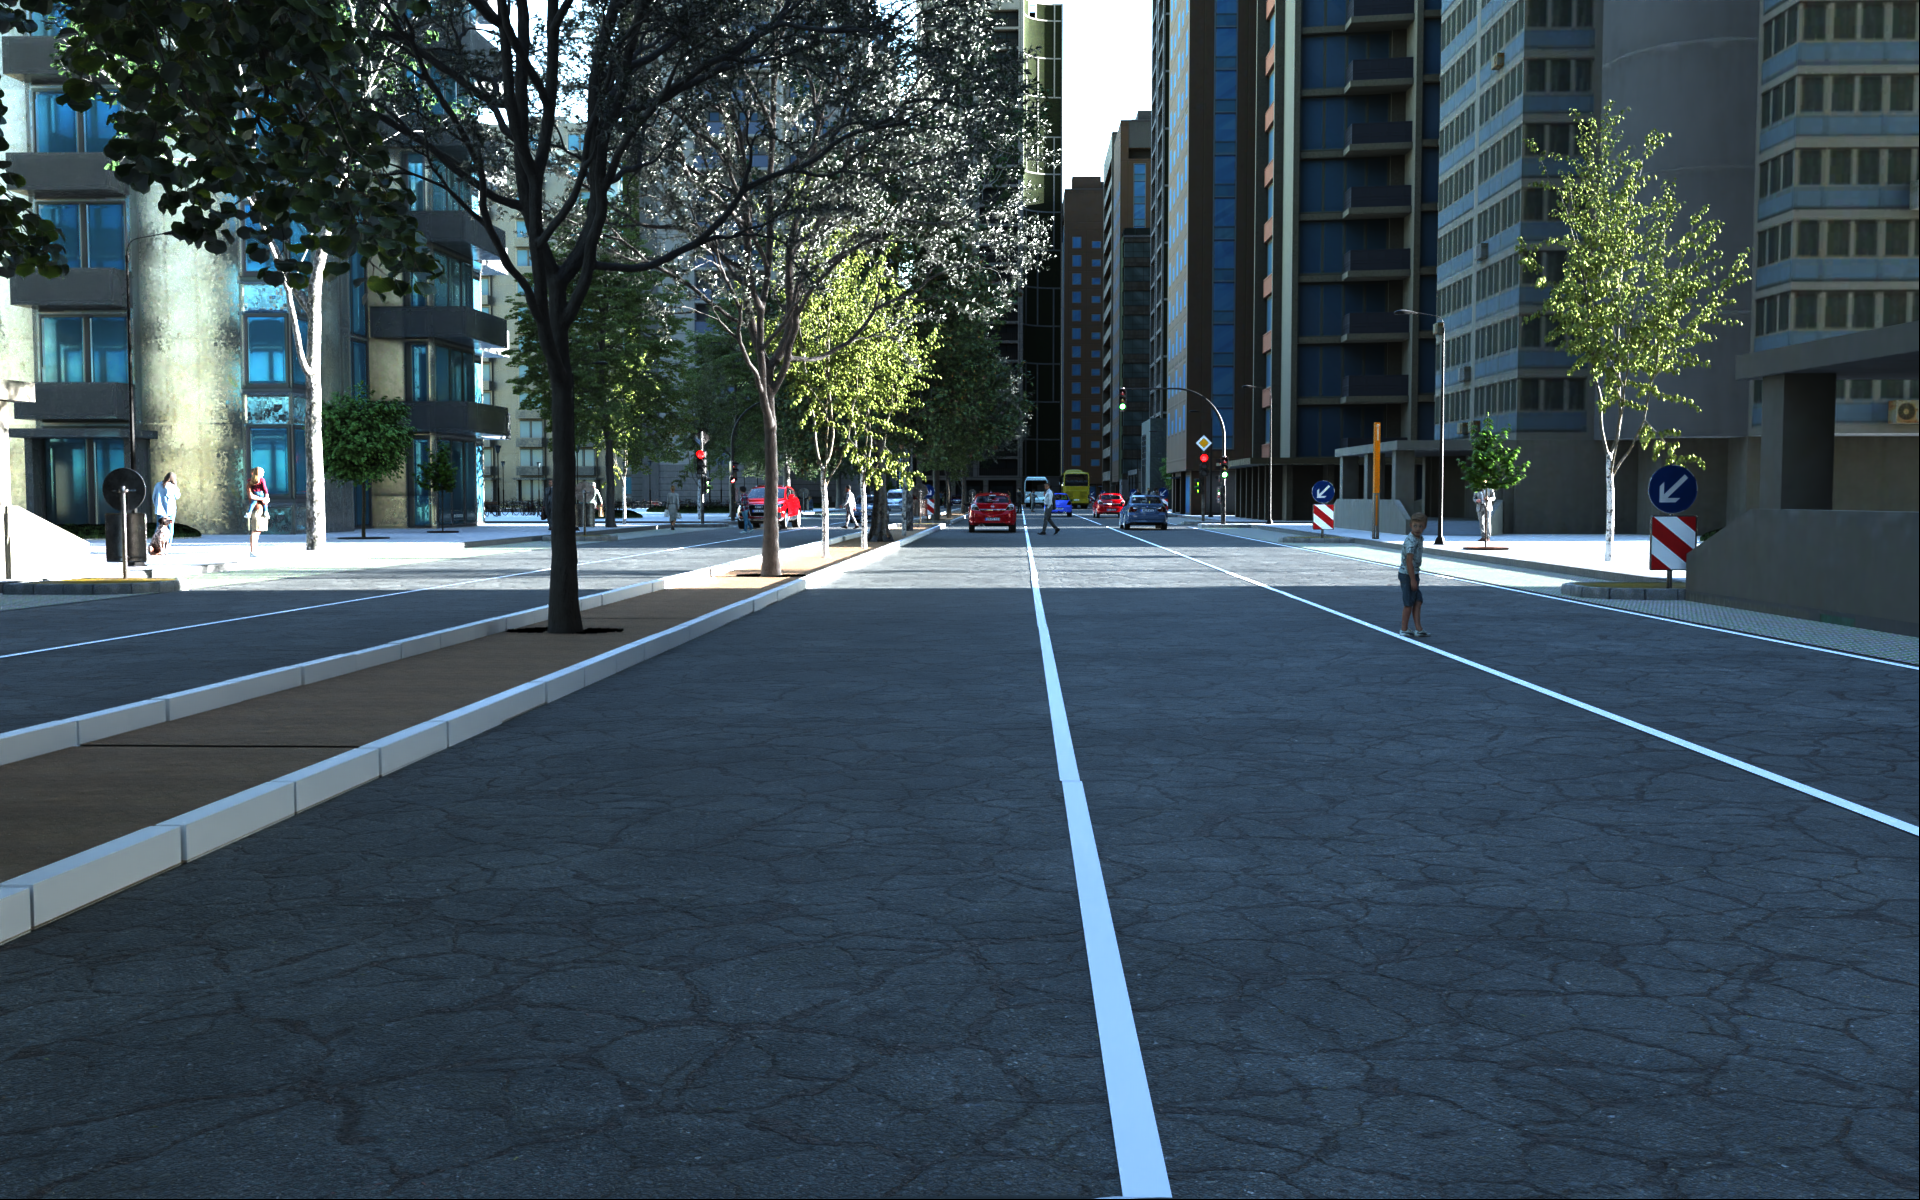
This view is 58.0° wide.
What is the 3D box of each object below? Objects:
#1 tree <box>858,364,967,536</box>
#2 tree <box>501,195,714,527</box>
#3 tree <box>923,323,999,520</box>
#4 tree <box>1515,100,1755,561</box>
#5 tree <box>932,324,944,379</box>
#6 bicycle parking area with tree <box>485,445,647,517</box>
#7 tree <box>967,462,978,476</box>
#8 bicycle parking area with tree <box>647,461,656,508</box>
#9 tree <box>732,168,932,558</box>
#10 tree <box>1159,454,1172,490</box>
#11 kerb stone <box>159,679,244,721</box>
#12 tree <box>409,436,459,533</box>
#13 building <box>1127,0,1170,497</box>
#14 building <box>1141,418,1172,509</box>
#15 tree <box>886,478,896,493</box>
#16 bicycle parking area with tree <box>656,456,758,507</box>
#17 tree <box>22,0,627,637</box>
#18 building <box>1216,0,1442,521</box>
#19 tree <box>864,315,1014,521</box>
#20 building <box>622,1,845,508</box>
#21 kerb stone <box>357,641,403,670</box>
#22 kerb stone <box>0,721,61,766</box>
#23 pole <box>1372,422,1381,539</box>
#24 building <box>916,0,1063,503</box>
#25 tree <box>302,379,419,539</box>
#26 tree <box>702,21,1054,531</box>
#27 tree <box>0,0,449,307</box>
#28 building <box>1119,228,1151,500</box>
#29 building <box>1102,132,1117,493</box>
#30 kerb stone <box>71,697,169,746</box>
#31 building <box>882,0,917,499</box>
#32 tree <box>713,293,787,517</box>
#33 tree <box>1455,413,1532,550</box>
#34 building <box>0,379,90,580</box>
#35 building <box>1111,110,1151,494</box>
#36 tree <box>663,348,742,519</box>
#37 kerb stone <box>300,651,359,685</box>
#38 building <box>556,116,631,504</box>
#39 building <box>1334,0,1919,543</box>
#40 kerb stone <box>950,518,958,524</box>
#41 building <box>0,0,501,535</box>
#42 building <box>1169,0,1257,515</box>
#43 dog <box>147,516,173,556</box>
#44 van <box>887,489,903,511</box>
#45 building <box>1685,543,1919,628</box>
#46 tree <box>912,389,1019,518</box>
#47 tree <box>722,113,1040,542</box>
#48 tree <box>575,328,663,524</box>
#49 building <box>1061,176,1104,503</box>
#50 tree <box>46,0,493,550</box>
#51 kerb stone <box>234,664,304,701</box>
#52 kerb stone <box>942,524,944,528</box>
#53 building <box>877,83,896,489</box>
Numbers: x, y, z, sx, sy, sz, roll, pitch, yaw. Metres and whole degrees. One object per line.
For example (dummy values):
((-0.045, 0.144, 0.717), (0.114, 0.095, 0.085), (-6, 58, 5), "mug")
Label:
((-1.919, -6.505, 59.169), (4.360, 8.622, 3.978), (0, 3, 0), "tree")
((-13.917, -9.072, 66.457), (7.486, 12.596, 7.792), (0, 3, 0), "tree")
((-1.287, -10.149, 94.148), (9.928, 11.665, 9.643), (0, 3, 0), "tree")
((12.388, -5.029, 32.593), (4.737, 8.622, 4.395), (0, 3, 0), "tree")
((-2.463, -5.610, 44.550), (4.737, 8.622, 4.395), (0, 3, 0), "tree")
((-24.597, -6.991, 101.308), (8.231, 4.147, 9.016), (2, 4, 29), "bicycle parking area with tree")
((0.240, -11.651, 143.314), (4.360, 8.622, 3.978), (0, 3, 0), "tree")
((-28.600, -10.123, 152.513), (9.016, 4.147, 8.231), (-1, 4, -22), "bicycle parking area with tree")
((-2.992, -5.232, 38.365), (4.737, 8.622, 4.395), (0, 3, 0), "tree")
((15.775, -8.530, 123.185), (4.285, 4.588, 4.351), (0, 3, 0), "tree")
((-4.999, 0.663, 11.360), (0.120, 0.150, 1.000), (0, 4, 2), "kerb stone")
((-17.226, -3.860, 57.708), (1.663, 3.219, 1.824), (0, 3, 0), "tree")
((27.543, -44.754, 169.979), (20.563, 71.187, 20.611), (0, 4, 2), "building")
((27.126, -50.561, 139.344), (22.319, 86.520, 31.000), (0, 4, 2), "building")
((-8.437, -13.269, 211.553), (1.663, 3.219, 1.824), (0, 3, 0), "tree")
((-18.388, -9.435, 141.263), (9.016, 4.147, 8.231), (2, 4, 27), "bicycle parking area with tree")
((-4.043, -6.389, 17.291), (12.009, 13.543, 11.850), (0, 3, 0), "tree")
((28.517, -26.680, 90.844), (28.867, 44.769, 22.147), (0, 4, 2), "building")
((-1.252, -10.032, 84.602), (7.486, 12.596, 7.792), (0, 3, 0), "tree")
((-20.322, -38.527, 171.914), (21.231, 58.520, 28.212), (0, 4, 2), "building")
((-4.897, 0.484, 14.426), (0.120, 0.150, 1.000), (0, 4, 2), "kerb stone")
((-5.079, 0.788, 9.310), (0.120, 0.150, 1.000), (0, 4, 2), "kerb stone")
((11.841, -3.389, 49.260), (0.158, 3.312, 0.155), (0, 3, 0), "pole")
((4.491, -49.683, 250.574), (20.611, 71.187, 20.563), (0, 4, 2), "building")
((-17.201, -4.034, 49.662), (4.285, 4.588, 4.351), (0, 3, 0), "tree")
((-3.208, -12.788, 67.436), (12.611, 20.169, 13.585), (0, 3, 0), "tree")
((-4.328, -5.885, 5.331), (9.857, 13.997, 8.962), (0, 3, 0), "tree")
((24.416, -25.541, 189.289), (14.160, 30.474, 14.107), (0, 4, 2), "building")
((29.395, -36.513, 220.686), (21.300, 48.544, 21.600), (0, 4, 2), "building")
((-5.044, 0.729, 10.334), (0.120, 0.150, 1.000), (0, 4, 2), "kerb stone")
((-21.840, -57.444, 251.877), (31.000, 86.520, 22.319), (0, 4, 2), "building")
((-12.335, -10.915, 96.594), (7.486, 12.596, 7.792), (0, 3, 0), "tree")
((12.032, -2.768, 39.860), (1.663, 3.219, 1.824), (0, 3, 0), "tree")
((-30.613, -20.120, 20.838), (32.217, 40.220, 23.993), (0, 4, 2), "building")
((25.229, -33.812, 202.944), (14.600, 45.320, 14.200), (0, 4, 2), "building")
((-13.260, -8.429, 88.172), (4.360, 8.622, 3.978), (0, 3, 0), "tree")
((-4.926, 0.538, 13.404), (0.120, 0.150, 1.000), (0, 4, 2), "kerb stone")
((-52.401, -36.892, 222.793), (30.456, 49.044, 23.786), (0, 4, 2), "building")
((30.283, -22.474, 59.331), (32.217, 40.220, 23.993), (0, 4, 2), "building")
((-0.305, -3.941, 86.628), (0.120, 0.150, 1.000), (0, 4, 2), "kerb stone")
((-33.373, -27.151, 63.522), (30.456, 49.044, 23.786), (0, 4, 2), "building")
((20.806, -28.144, 110.258), (14.600, 45.320, 14.200), (0, 4, 2), "building")
((-16.752, -1.341, 36.298), (0.513, 0.831, 0.800), (-1, 4, -22), "dog")
((-5.359, -8.418, 144.642), (2.013, 2.044, 4.112), (0, 4, 3), "van")
((25.574, -19.731, 14.487), (32.217, 40.220, 23.993), (0, 4, 2), "building")
((-0.627, -10.162, 103.019), (8.767, 10.594, 7.601), (0, 4, 2), "tree")
((-2.416, -8.099, 51.890), (9.611, 12.733, 9.660), (0, 3, 0), "tree")
((-14.622, -7.559, 73.950), (4.737, 8.622, 4.395), (0, 3, 0), "tree")
((21.748, -36.492, 246.755), (14.200, 45.320, 14.600), (0, 4, 2), "building")
((-16.013, -11.263, 40.039), (12.611, 20.169, 13.585), (0, 3, 0), "tree")
((-4.975, 0.600, 12.383), (0.120, 0.150, 1.000), (0, 4, 2), "kerb stone")
((-0.857, -2.966, 70.696), (0.120, 0.150, 1.000), (0, 4, 2), "kerb stone")
((-22.568, -41.702, 223.821), (28.212, 58.520, 21.231), (0, 4, 2), "building")
